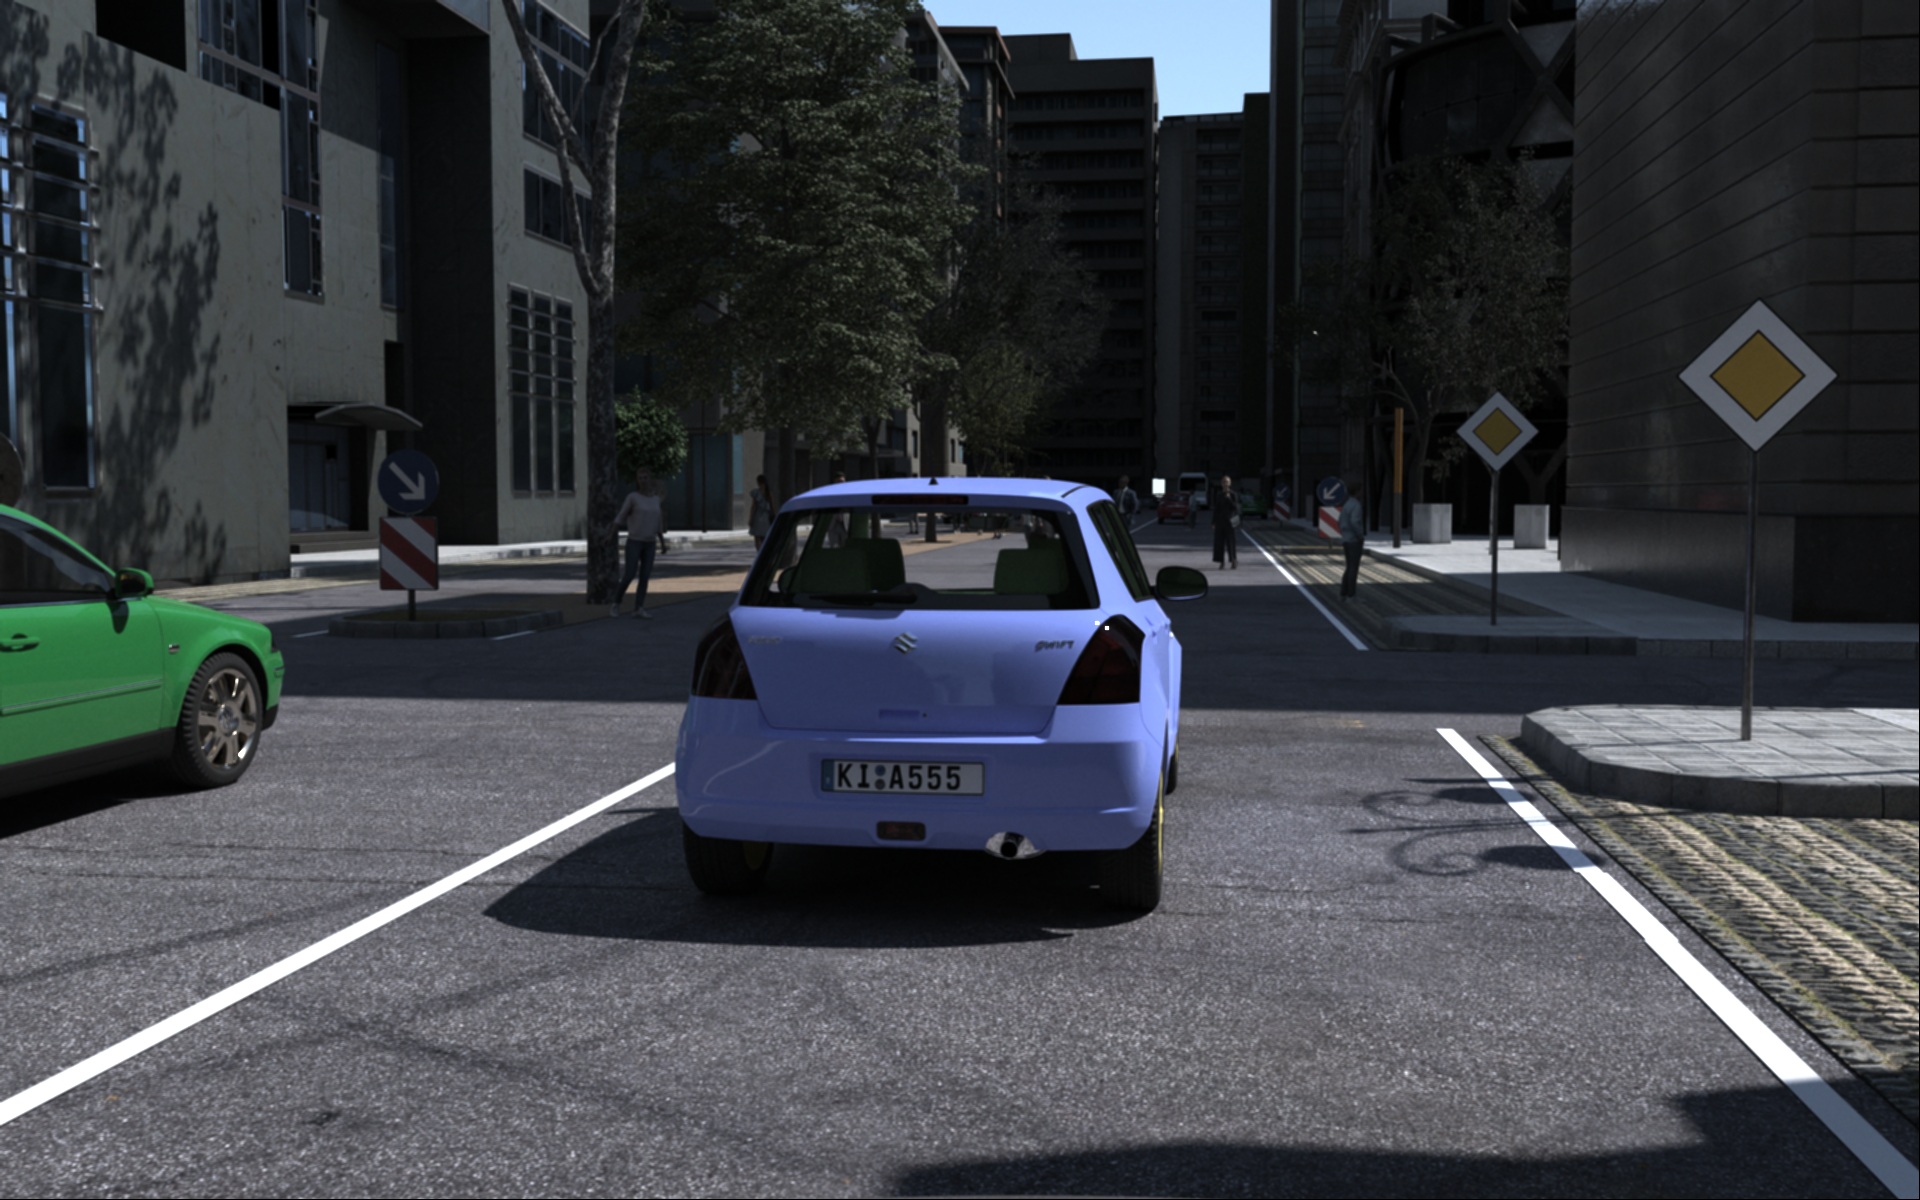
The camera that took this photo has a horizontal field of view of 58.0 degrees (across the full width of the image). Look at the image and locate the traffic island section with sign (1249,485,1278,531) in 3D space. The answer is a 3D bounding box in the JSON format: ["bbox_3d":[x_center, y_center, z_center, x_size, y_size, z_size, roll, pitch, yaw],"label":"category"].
[{"bbox_3d":[12.494,-3.635,68.057,1.989,1.847,2.006,0,4,8],"label":"traffic island section with sign"}]

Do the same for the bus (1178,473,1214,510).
[{"bbox_3d":[21.604,-10.028,158.810,2.948,3.499,13.247,1,4,10],"label":"bus"}]

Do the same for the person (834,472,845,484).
[{"bbox_3d":[-1.967,-1.196,28.330,0.678,1.792,0.850,-1,4,-12],"label":"person"}]

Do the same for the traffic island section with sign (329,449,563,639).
[{"bbox_3d":[-5.480,-0.610,18.112,2.006,1.907,1.989,0,4,8],"label":"traffic island section with sign"}]

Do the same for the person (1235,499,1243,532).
[{"bbox_3d":[10.629,-3.236,66.091,0.332,1.250,0.352,1,4,20],"label":"person"}]

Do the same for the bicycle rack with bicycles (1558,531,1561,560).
[{"bbox_3d":[12.818,-1.226,33.428,2.852,0.926,2.925,-2,4,-34],"label":"bicycle rack with bicycles"}]

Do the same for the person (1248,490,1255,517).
[{"bbox_3d":[18.533,-6.190,110.647,0.436,1.711,0.756,-1,4,-23],"label":"person"}]

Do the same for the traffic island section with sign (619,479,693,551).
[{"bbox_3d":[-7.981,-2.197,44.552,1.989,1.847,2.006,0,4,8],"label":"traffic island section with sign"}]

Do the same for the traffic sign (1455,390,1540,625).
[{"bbox_3d":[5.212,-0.809,16.869,0.795,2.450,0.064,0,4,8],"label":"traffic sign"}]

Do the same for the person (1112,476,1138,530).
[{"bbox_3d":[3.287,-1.634,35.396,0.721,1.800,0.419,2,4,28],"label":"person"}]

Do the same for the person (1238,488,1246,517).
[{"bbox_3d":[17.877,-6.178,109.514,0.705,1.824,1.348,3,5,39],"label":"person"}]

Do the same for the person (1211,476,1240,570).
[{"bbox_3d":[5.045,-1.470,32.955,0.576,1.772,0.534,1,4,18],"label":"person"}]

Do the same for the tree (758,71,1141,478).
[{"bbox_3d":[-0.847,-8.413,50.385,12.009,13.543,11.850,0,3,0],"label":"tree"}]

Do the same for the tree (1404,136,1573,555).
[{"bbox_3d":[11.322,-5.273,36.570,4.360,8.622,3.978,0,3,0],"label":"tree"}]

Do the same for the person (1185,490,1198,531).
[{"bbox_3d":[9.053,-3.503,67.588,0.589,1.601,0.330,-3,5,-44],"label":"person"}]

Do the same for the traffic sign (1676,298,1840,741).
[{"bbox_3d":[4.093,-0.325,8.962,0.795,2.450,0.064,0,4,8],"label":"traffic sign"}]

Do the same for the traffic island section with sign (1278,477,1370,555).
[{"bbox_3d":[8.708,-2.002,41.368,1.989,1.847,2.006,0,4,8],"label":"traffic island section with sign"}]

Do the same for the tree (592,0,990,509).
[{"bbox_3d":[-3.343,-6.880,33.076,7.486,12.596,7.792,0,3,0],"label":"tree"}]

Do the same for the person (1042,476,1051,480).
[{"bbox_3d":[1.771,-1.647,35.527,0.767,1.812,0.694,2,4,33],"label":"person"}]

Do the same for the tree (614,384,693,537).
[{"bbox_3d":[-9.634,-4.166,51.834,4.285,4.588,4.351,0,3,0],"label":"tree"}]

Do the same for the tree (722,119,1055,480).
[{"bbox_3d":[-1.877,-6.347,40.635,8.767,10.594,7.601,0,4,8],"label":"tree"}]

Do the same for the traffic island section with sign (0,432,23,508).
[{"bbox_3d":[-6.528,-0.162,10.779,2.006,1.907,1.989,0,4,8],"label":"traffic island section with sign"}]

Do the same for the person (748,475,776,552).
[{"bbox_3d":[-3.846,-1.548,33.904,0.616,1.811,0.778,-1,4,-17],"label":"person"}]

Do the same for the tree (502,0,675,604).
[{"bbox_3d":[-5.722,-10.066,22.926,12.611,20.169,13.585,0,3,0],"label":"tree"}]

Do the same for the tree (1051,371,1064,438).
[{"bbox_3d":[2.152,-7.119,69.218,4.737,8.622,4.395,0,3,0],"label":"tree"}]

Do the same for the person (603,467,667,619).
[{"bbox_3d":[-3.808,-0.657,19.908,0.598,1.740,0.731,3,4,38],"label":"person"}]

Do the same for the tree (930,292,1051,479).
[{"bbox_3d":[0.864,-6.832,64.524,4.737,8.622,4.395,0,3,0],"label":"tree"}]

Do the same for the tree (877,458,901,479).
[{"bbox_3d":[-3.856,-5.940,91.726,1.663,3.219,1.824,0,3,0],"label":"tree"}]

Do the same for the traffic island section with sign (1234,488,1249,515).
[{"bbox_3d":[19.562,-6.691,118.029,1.989,1.847,2.006,0,4,8],"label":"traffic island section with sign"}]

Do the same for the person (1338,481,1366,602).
[{"bbox_3d":[5.185,-0.765,22.823,0.330,1.601,0.589,0,3,0],"label":"person"}]

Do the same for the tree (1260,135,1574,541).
[{"bbox_3d":[12.227,-6.829,46.062,8.767,10.594,7.601,0,4,7],"label":"tree"}]
